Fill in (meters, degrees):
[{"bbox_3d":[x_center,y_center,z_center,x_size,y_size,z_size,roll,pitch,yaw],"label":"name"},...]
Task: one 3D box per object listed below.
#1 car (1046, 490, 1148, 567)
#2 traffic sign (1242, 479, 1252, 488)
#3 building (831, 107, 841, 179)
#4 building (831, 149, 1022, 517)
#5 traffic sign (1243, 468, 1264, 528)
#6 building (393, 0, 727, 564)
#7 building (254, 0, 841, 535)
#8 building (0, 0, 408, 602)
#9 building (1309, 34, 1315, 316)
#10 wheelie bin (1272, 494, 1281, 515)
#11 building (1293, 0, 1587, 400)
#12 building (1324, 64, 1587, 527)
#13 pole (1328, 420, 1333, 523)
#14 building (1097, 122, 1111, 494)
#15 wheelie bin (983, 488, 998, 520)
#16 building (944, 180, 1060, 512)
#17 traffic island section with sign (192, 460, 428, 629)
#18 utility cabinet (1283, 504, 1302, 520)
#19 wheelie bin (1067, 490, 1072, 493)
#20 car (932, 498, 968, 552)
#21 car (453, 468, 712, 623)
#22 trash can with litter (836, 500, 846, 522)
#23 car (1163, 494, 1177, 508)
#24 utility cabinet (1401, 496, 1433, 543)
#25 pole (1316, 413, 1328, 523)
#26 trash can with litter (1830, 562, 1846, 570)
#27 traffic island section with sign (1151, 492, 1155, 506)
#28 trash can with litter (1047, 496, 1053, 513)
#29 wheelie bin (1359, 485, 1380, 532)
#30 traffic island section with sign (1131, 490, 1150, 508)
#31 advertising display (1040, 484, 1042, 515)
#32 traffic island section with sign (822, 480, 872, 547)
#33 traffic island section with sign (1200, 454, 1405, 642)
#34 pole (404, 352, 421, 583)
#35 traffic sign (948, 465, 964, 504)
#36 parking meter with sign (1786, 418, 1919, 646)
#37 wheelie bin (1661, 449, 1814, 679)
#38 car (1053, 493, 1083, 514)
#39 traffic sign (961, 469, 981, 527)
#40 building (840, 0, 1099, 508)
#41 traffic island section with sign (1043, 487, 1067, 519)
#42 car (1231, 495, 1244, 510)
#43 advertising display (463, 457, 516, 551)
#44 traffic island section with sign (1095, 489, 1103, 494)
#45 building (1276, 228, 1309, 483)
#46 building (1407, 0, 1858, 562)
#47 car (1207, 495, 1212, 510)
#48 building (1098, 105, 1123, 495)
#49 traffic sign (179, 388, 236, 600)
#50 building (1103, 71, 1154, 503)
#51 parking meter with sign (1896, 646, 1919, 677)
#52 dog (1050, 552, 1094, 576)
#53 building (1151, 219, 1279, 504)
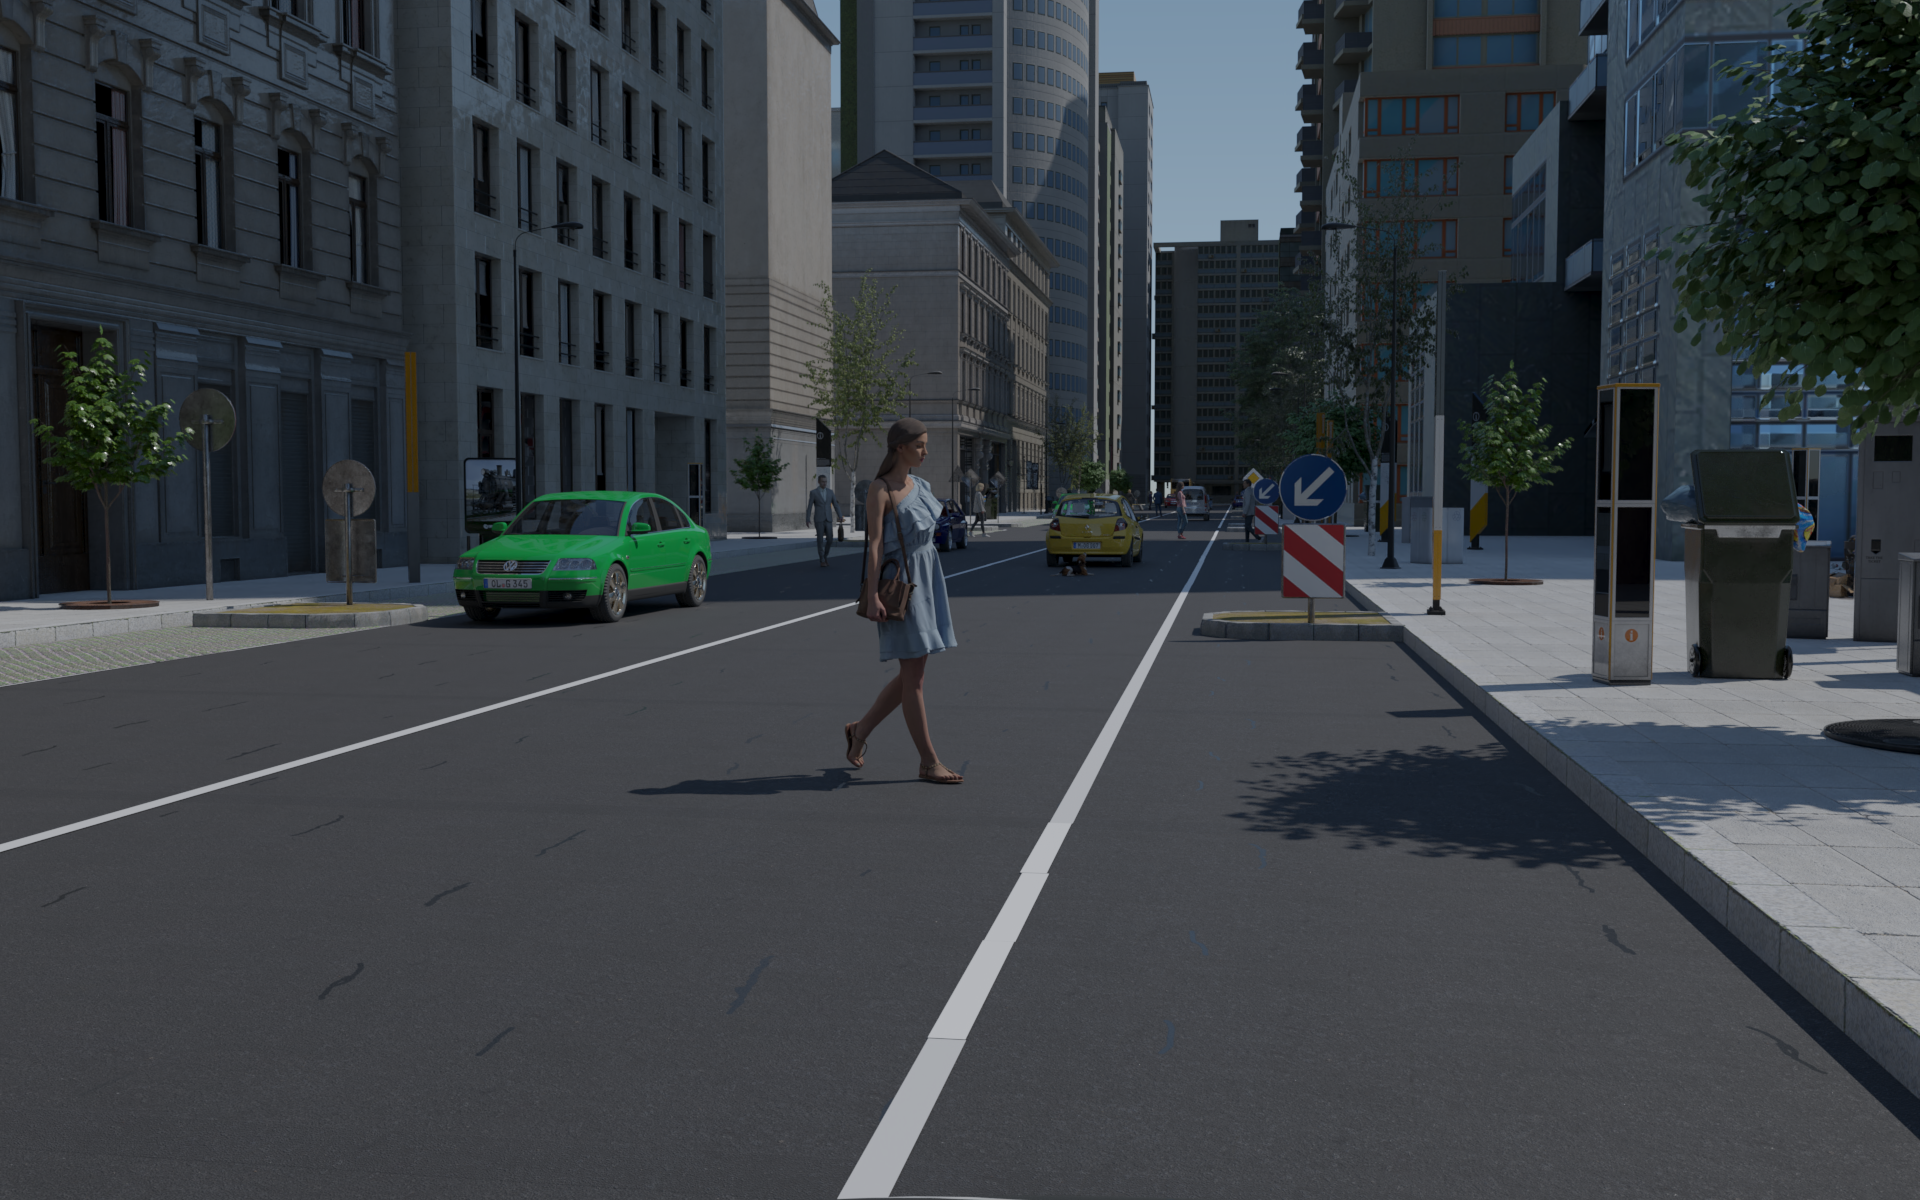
[{"bbox_3d":[2.803,-1.543,35.458,2.015,1.641,3.980,1,4,10],"label":"car"},{"bbox_3d":[12.480,-4.313,74.167,0.795,2.450,0.064,1,4,9],"label":"traffic sign"},{"bbox_3d":[-16.911,-36.598,217.982,30.456,49.044,23.786,1,4,9],"label":"building"},{"bbox_3d":[-4.221,-15.163,98.821,10.553,20.767,40.483,1,4,9],"label":"building"},{"bbox_3d":[11.218,-3.831,66.282,0.795,2.450,0.064,1,4,9],"label":"traffic sign"},{"bbox_3d":[-12.943,-11.342,40.201,10.420,20.320,16.860,1,4,9],"label":"building"},{"bbox_3d":[-14.337,-13.095,63.260,18.267,20.994,9.793,1,4,9],"label":"building"},{"bbox_3d":[-15.805,-10.587,22.243,9.793,20.994,18.267,1,4,9],"label":"building"},{"bbox_3d":[42.626,-44.646,168.208,20.563,71.187,20.611,1,4,9],"label":"building"},{"bbox_3d":[19.877,-6.160,108.626,0.693,1.594,0.980,1,4,22],"label":"wheelie bin"},{"bbox_3d":[34.953,-28.582,121.938,22.147,44.769,28.867,1,4,9],"label":"building"},{"bbox_3d":[32.818,-14.532,82.636,28.899,21.520,27.650,1,4,9],"label":"building"},{"bbox_3d":[10.229,-3.309,47.951,0.158,3.312,0.155,0,3,0],"label":"pole"},{"bbox_3d":[8.613,-30.741,186.213,14.154,41.232,14.086,1,4,9],"label":"building"},{"bbox_3d":[1.562,-4.842,87.081,0.693,1.594,0.980,3,4,37],"label":"wheelie bin"},{"bbox_3d":[-1.805,-18.394,134.021,16.112,22.955,30.059,1,4,9],"label":"building"},{"bbox_3d":[-7.080,-0.652,19.293,1.989,1.847,2.006,1,4,9],"label":"traffic island section with sign"},{"bbox_3d":[16.600,-4.595,86.284,1.020,1.237,0.306,3,5,40],"label":"utility cabinet"},{"bbox_3d":[7.929,-7.261,126.630,0.693,1.594,0.980,1,4,20],"label":"wheelie bin"},{"bbox_3d":[-0.881,-1.942,44.329,1.945,1.354,3.894,1,4,9],"label":"car"},{"bbox_3d":[-4.422,-0.735,20.815,1.959,1.807,4.718,1,4,10],"label":"car"},{"bbox_3d":[-5.655,-4.086,78.189,0.624,1.170,1.055,2,4,34],"label":"trash can with litter"},{"bbox_3d":[22.102,-10.416,179.342,2.155,1.783,4.494,0,4,7],"label":"car"},{"bbox_3d":[12.010,-2.098,45.462,1.020,1.237,0.306,-3,4,-39],"label":"utility cabinet"},{"bbox_3d":[9.041,-3.036,43.483,0.158,3.312,0.155,0,3,0],"label":"pole"},{"bbox_3d":[15.609,-1.152,29.889,2.233,1.210,1.678,-2,4,-32],"label":"trash can with litter"},{"bbox_3d":[22.375,-11.909,203.342,1.989,1.847,2.006,1,4,9],"label":"traffic island section with sign"},{"bbox_3d":[6.242,-6.627,119.735,0.624,1.170,1.055,-1,4,-16],"label":"trash can with litter"},{"bbox_3d":[13.999,-3.108,58.719,0.980,1.594,0.693,0,4,1],"label":"wheelie bin"},{"bbox_3d":[18.120,-10.281,176.723,1.989,1.847,2.006,1,4,9],"label":"traffic island section with sign"},{"bbox_3d":[5.066,-6.296,108.149,0.123,1.923,0.974,0,4,3],"label":"advertising display"},{"bbox_3d":[-2.621,-2.358,47.173,1.989,1.847,2.006,1,4,9],"label":"traffic island section with sign"},{"bbox_3d":[3.503,-0.567,17.897,1.989,1.847,2.006,1,4,9],"label":"traffic island section with sign"},{"bbox_3d":[-7.905,-1.905,24.991,0.158,3.312,0.155,0,3,0],"label":"pole"},{"bbox_3d":[-0.102,-4.737,77.452,0.884,2.594,0.081,1,4,14],"label":"traffic sign"},{"bbox_3d":[8.164,-1.149,15.050,1.738,3.016,0.543,2,4,26],"label":"parking meter with sign"},{"bbox_3d":[5.451,-0.264,12.224,0.980,1.594,0.693,1,4,11],"label":"wheelie bin"},{"bbox_3d":[5.332,-4.395,80.650,1.959,1.807,4.718,0,4,7],"label":"car"},{"bbox_3d":[0.414,-3.938,68.025,0.795,2.450,0.064,1,4,9],"label":"traffic sign"},{"bbox_3d":[1.574,-38.130,165.424,21.231,58.520,28.212,1,4,9],"label":"building"},{"bbox_3d":[5.918,-5.620,100.515,1.989,1.847,2.006,1,4,9],"label":"traffic island section with sign"},{"bbox_3d":[25.847,-8.959,159.055,1.945,1.354,3.894,0,4,7],"label":"car"},{"bbox_3d":[-8.261,-1.554,30.625,0.974,1.923,0.123,-1,4,-17],"label":"advertising display"},{"bbox_3d":[10.302,-7.296,127.925,1.989,1.847,2.006,1,4,9],"label":"traffic island section with sign"},{"bbox_3d":[41.563,-25.477,188.243,14.160,30.474,14.107,1,4,9],"label":"building"},{"bbox_3d":[25.022,-44.738,44.131,22.319,86.520,31.000,1,4,9],"label":"building"},{"bbox_3d":[22.327,-9.025,159.554,2.014,1.417,4.499,1,4,10],"label":"car"},{"bbox_3d":[8.900,-36.139,214.579,21.600,48.544,21.300,1,4,9],"label":"building"},{"bbox_3d":[-9.067,-1.269,20.855,0.768,2.556,0.104,1,4,12],"label":"traffic sign"},{"bbox_3d":[13.084,-43.093,246.573,28.212,58.520,21.231,1,4,9],"label":"building"},{"bbox_3d":[7.532,-0.962,11.996,1.738,3.016,0.543,1,4,13],"label":"parking meter with sign"},{"bbox_3d":[1.966,-0.625,30.413,0.748,0.427,0.550,1,4,12],"label":"dog"},{"bbox_3d":[39.779,-34.022,248.141,23.993,40.220,32.217,1,4,9],"label":"building"}]
